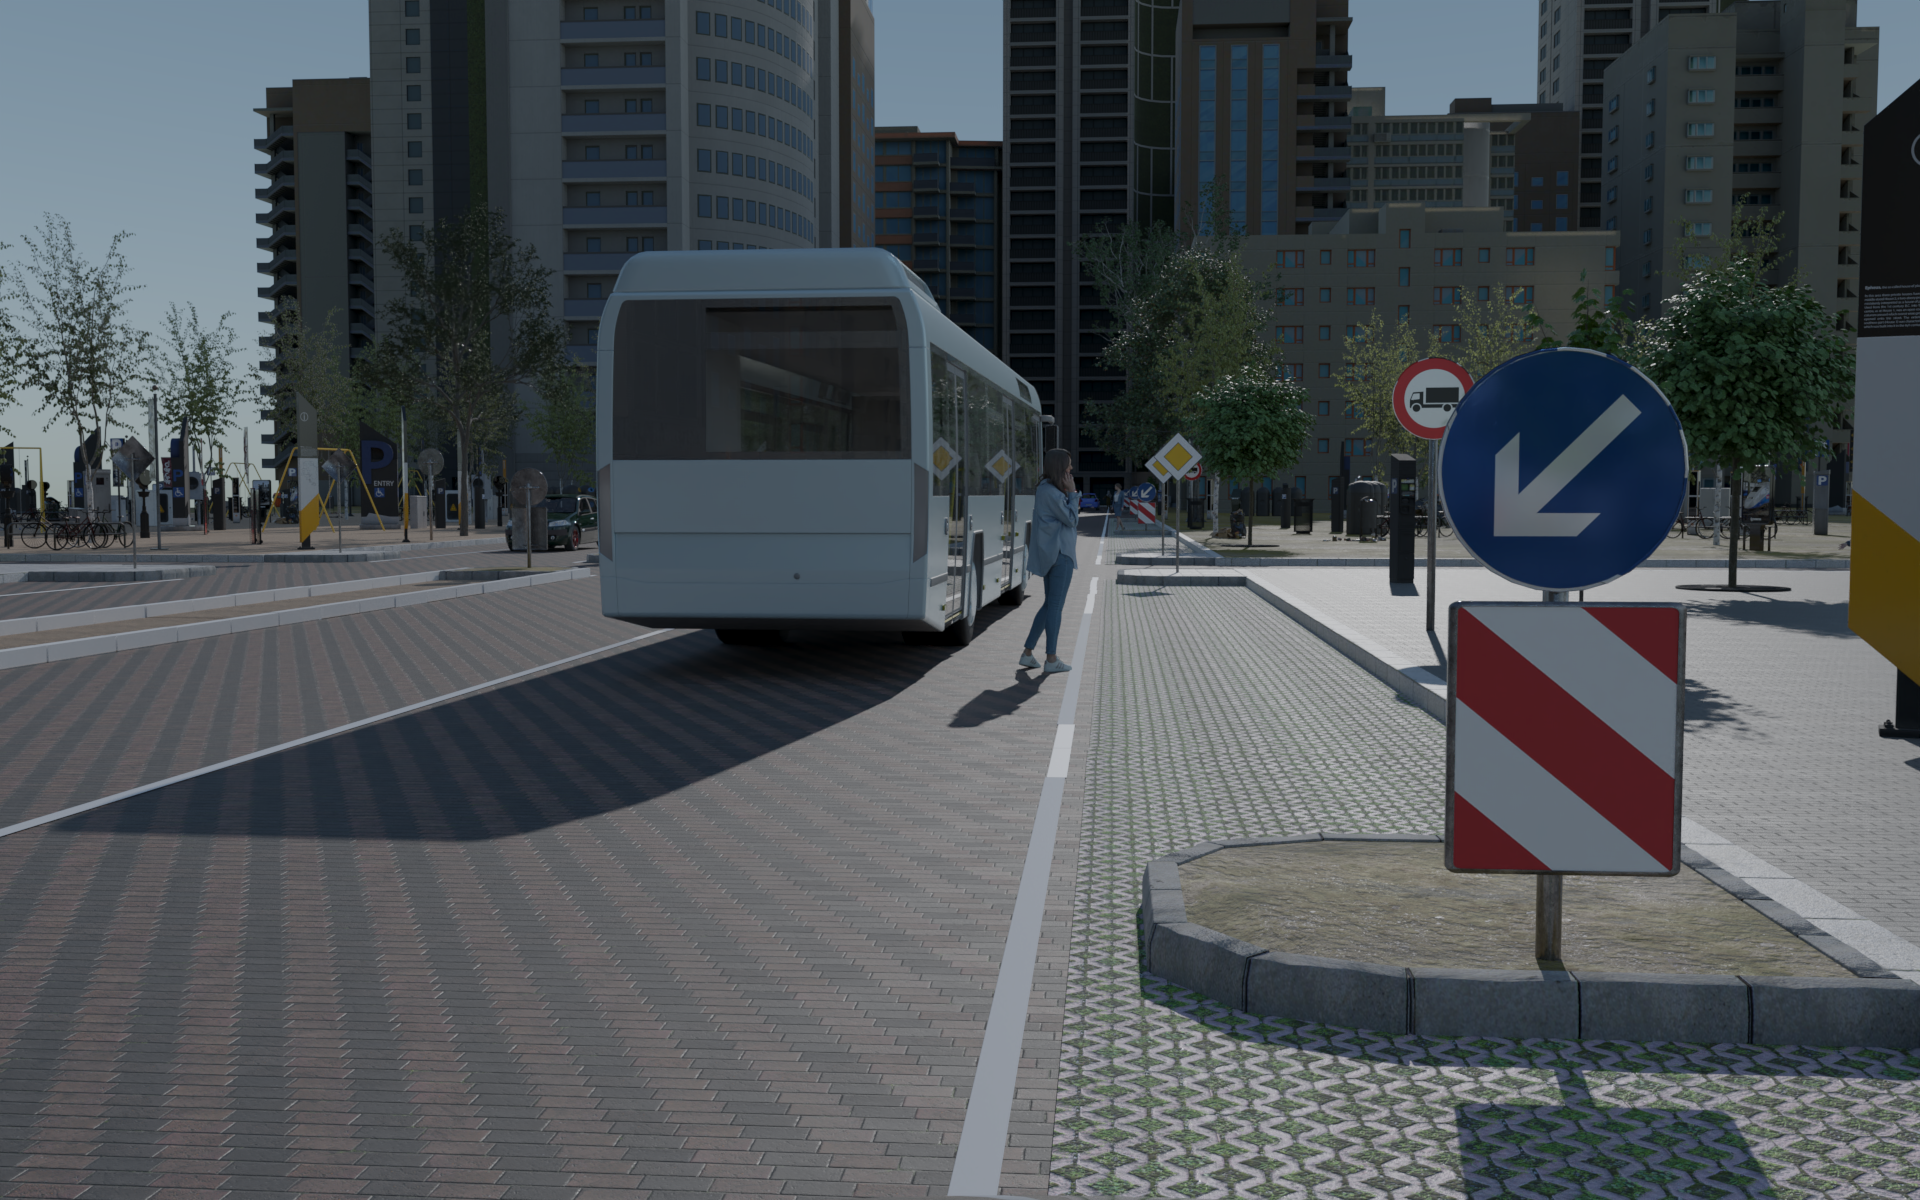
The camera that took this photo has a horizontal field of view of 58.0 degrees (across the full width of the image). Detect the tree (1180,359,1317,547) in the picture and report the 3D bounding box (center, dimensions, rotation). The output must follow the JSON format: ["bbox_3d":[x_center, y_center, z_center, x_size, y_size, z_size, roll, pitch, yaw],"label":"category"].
[{"bbox_3d":[7.020,-3.579,42.233,4.285,4.588,4.351,0,3,0],"label":"tree"}]

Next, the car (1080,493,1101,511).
[{"bbox_3d":[11.346,-8.699,151.812,1.945,1.707,3.694,0,4,7],"label":"car"}]

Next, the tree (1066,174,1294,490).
[{"bbox_3d":[12.967,-15.134,103.328,12.611,20.169,13.585,0,3,0],"label":"tree"}]

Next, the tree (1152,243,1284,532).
[{"bbox_3d":[7.644,-6.194,51.641,4.737,8.622,4.395,0,3,0],"label":"tree"}]

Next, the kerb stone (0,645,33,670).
[{"bbox_3d":[-7.845,0.490,14.187,0.120,0.150,1.000,0,4,5],"label":"kerb stone"}]

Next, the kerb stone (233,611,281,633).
[{"bbox_3d":[-7.487,0.246,18.273,0.120,0.150,1.000,0,4,5],"label":"kerb stone"}]

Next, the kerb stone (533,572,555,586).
[{"bbox_3d":[-6.687,-0.322,27.456,0.120,0.150,1.000,0,4,5],"label":"kerb stone"}]

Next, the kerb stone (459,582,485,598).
[{"bbox_3d":[-6.957,-0.133,24.388,0.120,0.150,1.000,0,4,5],"label":"kerb stone"}]

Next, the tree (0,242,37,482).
[{"bbox_3d":[-27.211,-5.923,47.199,4.737,8.622,4.395,0,3,0],"label":"tree"}]

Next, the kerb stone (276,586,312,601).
[{"bbox_3d":[-9.137,-0.083,23.554,0.120,0.150,1.000,0,4,5],"label":"kerb stone"}]

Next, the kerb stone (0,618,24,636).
[{"bbox_3d":[-9.670,0.291,17.437,0.120,0.150,1.000,0,4,5],"label":"kerb stone"}]

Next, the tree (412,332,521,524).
[{"bbox_3d":[-20.653,-7.491,72.841,4.360,8.622,3.978,0,3,0],"label":"tree"}]

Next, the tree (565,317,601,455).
[{"bbox_3d":[-13.770,-7.372,70.896,4.360,8.622,3.978,0,3,0],"label":"tree"}]

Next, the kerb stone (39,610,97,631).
[{"bbox_3d":[-9.579,0.231,18.464,0.120,0.150,1.000,0,4,5],"label":"kerb stone"}]

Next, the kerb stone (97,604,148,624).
[{"bbox_3d":[-9.499,0.166,19.482,0.120,0.150,1.000,0,4,5],"label":"kerb stone"}]

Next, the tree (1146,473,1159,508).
[{"bbox_3d":[19.068,-10.970,173.963,1.663,3.219,1.824,0,3,0],"label":"tree"}]

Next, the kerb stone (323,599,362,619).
[{"bbox_3d":[-7.316,0.115,20.309,0.120,0.150,1.000,0,4,5],"label":"kerb stone"}]

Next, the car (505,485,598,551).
[{"bbox_3d":[-10.366,-2.141,44.792,2.009,1.686,4.222,0,4,6],"label":"car"}]

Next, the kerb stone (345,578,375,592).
[{"bbox_3d":[-8.955,-0.205,25.599,0.120,0.150,1.000,0,4,5],"label":"kerb stone"}]

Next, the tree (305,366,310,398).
[{"bbox_3d":[-30.546,-8.340,86.716,4.737,8.622,4.395,0,3,0],"label":"tree"}]

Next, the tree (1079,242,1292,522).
[{"bbox_3d":[10.714,-9.903,78.930,9.611,12.733,9.660,0,3,0],"label":"tree"}]

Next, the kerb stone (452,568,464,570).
[{"bbox_3d":[-8.600,-0.458,29.688,0.120,0.150,1.000,0,4,5],"label":"kerb stone"}]

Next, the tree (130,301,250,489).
[{"bbox_3d":[-28.808,-7.044,65.539,4.737,8.622,4.395,0,3,0],"label":"tree"}]

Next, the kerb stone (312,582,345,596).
[{"bbox_3d":[-9.037,-0.141,24.575,0.120,0.150,1.000,0,4,5],"label":"kerb stone"}]

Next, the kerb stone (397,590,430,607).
[{"bbox_3d":[-7.133,-0.010,22.352,0.120,0.150,1.000,0,4,5],"label":"kerb stone"}]

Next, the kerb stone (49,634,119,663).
[{"bbox_3d":[-7.755,0.428,15.205,0.120,0.150,1.000,0,4,5],"label":"kerb stone"}]

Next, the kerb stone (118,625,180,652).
[{"bbox_3d":[-7.666,0.366,16.232,0.120,0.150,1.000,0,4,5],"label":"kerb stone"}]

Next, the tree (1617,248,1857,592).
[{"bbox_3d":[10.436,-2.410,23.122,4.285,4.588,4.351,0,3,0],"label":"tree"}]

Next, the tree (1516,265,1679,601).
[{"bbox_3d":[5.354,-1.236,14.812,1.663,3.219,1.824,0,3,0],"label":"tree"}]

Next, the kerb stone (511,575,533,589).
[{"bbox_3d":[-6.783,-0.256,26.434,0.120,0.150,1.000,0,4,5],"label":"kerb stone"}]

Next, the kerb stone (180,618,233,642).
[{"bbox_3d":[-7.576,0.308,17.251,0.120,0.150,1.000,0,4,5],"label":"kerb stone"}]

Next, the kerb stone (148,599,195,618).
[{"bbox_3d":[-9.403,0.106,20.500,0.120,0.150,1.000,0,4,5],"label":"kerb stone"}]

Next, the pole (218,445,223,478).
[{"bbox_3d":[-30.966,-4.817,72.594,0.158,3.312,0.155,0,3,0],"label":"pole"}]

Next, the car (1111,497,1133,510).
[{"bbox_3d":[14.205,-8.515,151.806,1.945,1.354,3.894,0,4,5],"label":"car"}]

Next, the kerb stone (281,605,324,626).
[{"bbox_3d":[-7.396,0.179,19.290,0.120,0.150,1.000,0,4,5],"label":"kerb stone"}]

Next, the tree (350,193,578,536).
[{"bbox_3d":[-14.939,-7.247,52.907,8.767,10.594,7.601,3,4,38],"label":"tree"}]

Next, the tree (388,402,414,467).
[{"bbox_3d":[-31.766,-9.308,102.548,4.360,8.622,3.978,0,3,0],"label":"tree"}]

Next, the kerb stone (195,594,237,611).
[{"bbox_3d":[-9.319,0.048,21.519,0.120,0.150,1.000,0,4,5],"label":"kerb stone"}]

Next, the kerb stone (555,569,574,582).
[{"bbox_3d":[-6.605,-0.381,28.486,0.120,0.150,1.000,0,4,5],"label":"kerb stone"}]

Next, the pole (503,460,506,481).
[{"bbox_3d":[-27.168,-6.699,103.371,0.158,3.312,0.155,0,3,0],"label":"pole"}]

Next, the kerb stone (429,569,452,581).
[{"bbox_3d":[-8.693,-0.396,28.670,0.120,0.150,1.000,0,4,5],"label":"kerb stone"}]

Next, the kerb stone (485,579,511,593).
[{"bbox_3d":[-6.858,-0.192,25.406,0.120,0.150,1.000,0,4,5],"label":"kerb stone"}]

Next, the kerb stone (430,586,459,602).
[{"bbox_3d":[-7.048,-0.072,23.370,0.120,0.150,1.000,0,4,5],"label":"kerb stone"}]

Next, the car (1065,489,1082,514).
[{"bbox_3d":[7.629,-7.081,124.451,2.281,1.827,5.304,0,4,3],"label":"car"}]

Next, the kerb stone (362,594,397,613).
[{"bbox_3d":[-7.228,0.053,21.332,0.120,0.150,1.000,0,4,5],"label":"kerb stone"}]

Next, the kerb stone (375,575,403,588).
[{"bbox_3d":[-8.871,-0.268,26.624,0.120,0.150,1.000,0,4,5],"label":"kerb stone"}]

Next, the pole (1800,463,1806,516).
[{"bbox_3d":[45.416,-6.082,93.288,0.158,3.312,0.155,0,3,0],"label":"pole"}]

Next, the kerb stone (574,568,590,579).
[{"bbox_3d":[-6.508,-0.447,29.503,0.120,0.150,1.000,0,4,5],"label":"kerb stone"}]

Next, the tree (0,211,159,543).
[{"bbox_3d":[-22.856,-5.796,45.130,4.360,8.622,3.978,0,3,0],"label":"tree"}]

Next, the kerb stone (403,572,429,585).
[{"bbox_3d":[-8.778,-0.331,27.648,0.120,0.150,1.000,0,4,5],"label":"kerb stone"}]

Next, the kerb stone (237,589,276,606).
[{"bbox_3d":[-9.228,-0.020,22.536,0.120,0.150,1.000,0,4,5],"label":"kerb stone"}]
